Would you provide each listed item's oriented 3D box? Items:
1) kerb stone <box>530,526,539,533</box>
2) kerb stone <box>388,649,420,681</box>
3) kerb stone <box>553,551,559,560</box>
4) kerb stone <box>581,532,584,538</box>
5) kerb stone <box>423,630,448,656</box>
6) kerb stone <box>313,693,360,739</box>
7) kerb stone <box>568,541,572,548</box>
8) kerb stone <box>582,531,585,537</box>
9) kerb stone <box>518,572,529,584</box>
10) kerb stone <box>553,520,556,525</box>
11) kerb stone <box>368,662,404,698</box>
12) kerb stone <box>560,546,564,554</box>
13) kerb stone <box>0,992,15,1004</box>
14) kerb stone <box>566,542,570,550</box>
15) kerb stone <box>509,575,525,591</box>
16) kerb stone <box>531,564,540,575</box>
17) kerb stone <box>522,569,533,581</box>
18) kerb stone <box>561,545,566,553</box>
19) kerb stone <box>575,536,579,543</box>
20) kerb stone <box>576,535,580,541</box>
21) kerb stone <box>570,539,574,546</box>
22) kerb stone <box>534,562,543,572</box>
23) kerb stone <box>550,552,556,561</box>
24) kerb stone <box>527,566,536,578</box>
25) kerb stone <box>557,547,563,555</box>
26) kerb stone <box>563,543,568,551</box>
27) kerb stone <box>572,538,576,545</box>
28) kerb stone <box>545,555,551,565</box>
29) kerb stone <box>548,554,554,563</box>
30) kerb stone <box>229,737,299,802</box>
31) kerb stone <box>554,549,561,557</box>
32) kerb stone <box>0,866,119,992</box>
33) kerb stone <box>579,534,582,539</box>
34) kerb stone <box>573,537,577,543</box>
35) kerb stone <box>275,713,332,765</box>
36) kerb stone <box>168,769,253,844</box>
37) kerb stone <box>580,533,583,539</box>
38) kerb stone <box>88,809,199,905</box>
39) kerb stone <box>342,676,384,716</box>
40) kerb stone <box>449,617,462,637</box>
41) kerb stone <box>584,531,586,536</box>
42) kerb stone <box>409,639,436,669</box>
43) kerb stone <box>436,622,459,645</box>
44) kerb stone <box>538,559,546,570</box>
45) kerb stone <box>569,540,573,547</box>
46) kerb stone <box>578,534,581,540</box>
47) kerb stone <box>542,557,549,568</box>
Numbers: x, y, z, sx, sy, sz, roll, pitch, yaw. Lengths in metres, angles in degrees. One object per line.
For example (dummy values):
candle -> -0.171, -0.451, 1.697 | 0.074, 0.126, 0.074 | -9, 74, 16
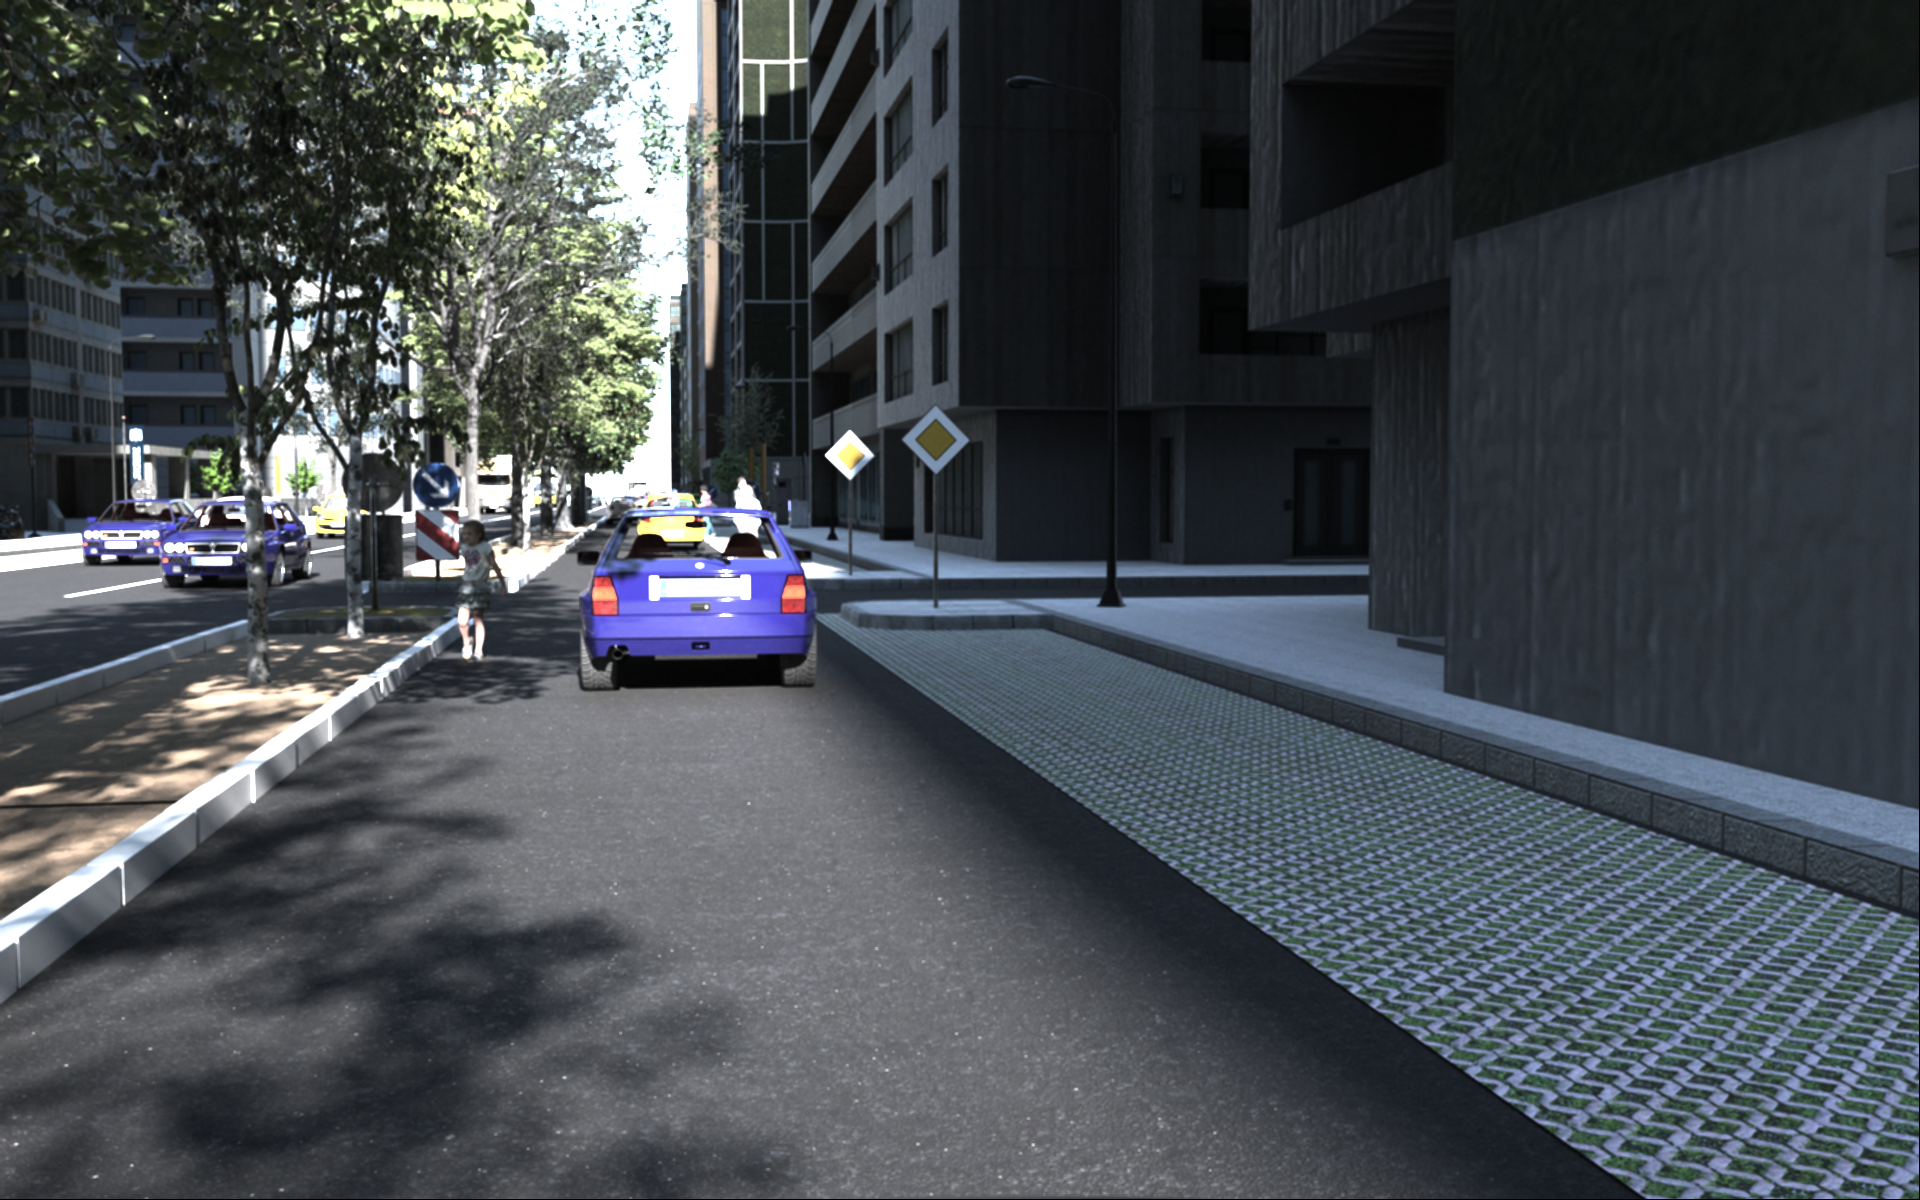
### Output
kerb stone -> -16.270, -2.686, 66.110 | 0.120, 0.150, 1.000 | -1, 4, -10
kerb stone -> -4.378, 0.528, 13.569 | 0.120, 0.150, 1.000 | -1, 4, -10
kerb stone -> -8.778, -0.916, 37.276 | 0.120, 0.150, 1.000 | -1, 4, -10
kerb stone -> -11.968, -1.970, 54.405 | 0.120, 0.150, 1.000 | -1, 4, -10
kerb stone -> -4.746, 0.404, 15.583 | 0.120, 0.150, 1.000 | -1, 4, -10
kerb stone -> -3.811, 0.715, 10.547 | 0.120, 0.150, 1.000 | -1, 4, -10
kerb stone -> -10.085, -1.353, 44.323 | 0.120, 0.150, 1.000 | -1, 4, -10
kerb stone -> -12.149, -2.028, 55.413 | 0.120, 0.150, 1.000 | -1, 4, -10
kerb stone -> -6.908, -0.304, 27.202 | 0.120, 0.150, 1.000 | -1, 4, -10
kerb stone -> -19.842, -3.858, 85.277 | 0.120, 0.150, 1.000 | -1, 4, -10
kerb stone -> -4.182, 0.591, 12.562 | 0.120, 0.150, 1.000 | -1, 4, -10
kerb stone -> -9.348, -1.107, 40.295 | 0.120, 0.150, 1.000 | -1, 4, -10
kerb stone -> -2.687, 1.087, 4.488 | 0.120, 0.150, 1.000 | -1, 4, -10
kerb stone -> -9.906, -1.290, 43.317 | 0.120, 0.150, 1.000 | -1, 4, -10
kerb stone -> -6.719, -0.245, 26.194 | 0.120, 0.150, 1.000 | -1, 4, -10
kerb stone -> -7.470, -0.491, 30.227 | 0.120, 0.150, 1.000 | -1, 4, -10
kerb stone -> -7.097, -0.368, 28.215 | 0.120, 0.150, 1.000 | -1, 4, -10
kerb stone -> -9.534, -1.163, 41.301 | 0.120, 0.150, 1.000 | -1, 4, -10
kerb stone -> -11.023, -1.662, 49.365 | 0.120, 0.150, 1.000 | -1, 4, -10
kerb stone -> -11.217, -1.724, 50.375 | 0.120, 0.150, 1.000 | -1, 4, -10
kerb stone -> -10.465, -1.477, 46.344 | 0.120, 0.150, 1.000 | -1, 4, -10
kerb stone -> -7.658, -0.553, 31.232 | 0.120, 0.150, 1.000 | -1, 4, -10
kerb stone -> -8.594, -0.861, 36.270 | 0.120, 0.150, 1.000 | -1, 4, -10
kerb stone -> -7.283, -0.427, 29.220 | 0.120, 0.150, 1.000 | -1, 4, -10
kerb stone -> -9.153, -1.045, 39.285 | 0.120, 0.150, 1.000 | -1, 4, -10
kerb stone -> -9.710, -1.230, 42.314 | 0.120, 0.150, 1.000 | -1, 4, -10
kerb stone -> -10.654, -1.534, 47.352 | 0.120, 0.150, 1.000 | -1, 4, -10
kerb stone -> -8.223, -0.738, 34.258 | 0.120, 0.150, 1.000 | -1, 4, -10
kerb stone -> -8.405, -0.799, 35.266 | 0.120, 0.150, 1.000 | -1, 4, -10
kerb stone -> -3.435, 0.835, 8.537 | 0.120, 0.150, 1.000 | -1, 4, -10
kerb stone -> -8.960, -0.984, 38.281 | 0.120, 0.150, 1.000 | -1, 4, -10
kerb stone -> -2.874, 1.022, 5.493 | 0.120, 0.150, 1.000 | -1, 4, -10
kerb stone -> -11.589, -1.847, 52.392 | 0.120, 0.150, 1.000 | -1, 4, -10
kerb stone -> -10.837, -1.600, 48.357 | 0.120, 0.150, 1.000 | -1, 4, -10
kerb stone -> -3.627, 0.776, 9.541 | 0.120, 0.150, 1.000 | -1, 4, -10
kerb stone -> -3.254, 0.898, 7.520 | 0.120, 0.150, 1.000 | -1, 4, -10
kerb stone -> -11.782, -1.906, 53.401 | 0.120, 0.150, 1.000 | -1, 4, -10
kerb stone -> -3.061, 0.959, 6.509 | 0.120, 0.150, 1.000 | -1, 4, -10
kerb stone -> -3.999, 0.651, 11.556 | 0.120, 0.150, 1.000 | -1, 4, -10
kerb stone -> -5.119, 0.286, 17.595 | 0.120, 0.150, 1.000 | -1, 4, -10
kerb stone -> -12.333, -2.091, 56.422 | 0.120, 0.150, 1.000 | -1, 4, -10
kerb stone -> -4.554, 0.467, 14.576 | 0.120, 0.150, 1.000 | -1, 4, -10
kerb stone -> -4.939, 0.343, 16.588 | 0.120, 0.150, 1.000 | -1, 4, -10
kerb stone -> -7.846, -0.614, 32.237 | 0.120, 0.150, 1.000 | -1, 4, -10
kerb stone -> -10.273, -1.415, 45.328 | 0.120, 0.150, 1.000 | -1, 4, -10
kerb stone -> -11.400, -1.784, 51.381 | 0.120, 0.150, 1.000 | -1, 4, -10
kerb stone -> -8.026, -0.676, 33.252 | 0.120, 0.150, 1.000 | -1, 4, -10
